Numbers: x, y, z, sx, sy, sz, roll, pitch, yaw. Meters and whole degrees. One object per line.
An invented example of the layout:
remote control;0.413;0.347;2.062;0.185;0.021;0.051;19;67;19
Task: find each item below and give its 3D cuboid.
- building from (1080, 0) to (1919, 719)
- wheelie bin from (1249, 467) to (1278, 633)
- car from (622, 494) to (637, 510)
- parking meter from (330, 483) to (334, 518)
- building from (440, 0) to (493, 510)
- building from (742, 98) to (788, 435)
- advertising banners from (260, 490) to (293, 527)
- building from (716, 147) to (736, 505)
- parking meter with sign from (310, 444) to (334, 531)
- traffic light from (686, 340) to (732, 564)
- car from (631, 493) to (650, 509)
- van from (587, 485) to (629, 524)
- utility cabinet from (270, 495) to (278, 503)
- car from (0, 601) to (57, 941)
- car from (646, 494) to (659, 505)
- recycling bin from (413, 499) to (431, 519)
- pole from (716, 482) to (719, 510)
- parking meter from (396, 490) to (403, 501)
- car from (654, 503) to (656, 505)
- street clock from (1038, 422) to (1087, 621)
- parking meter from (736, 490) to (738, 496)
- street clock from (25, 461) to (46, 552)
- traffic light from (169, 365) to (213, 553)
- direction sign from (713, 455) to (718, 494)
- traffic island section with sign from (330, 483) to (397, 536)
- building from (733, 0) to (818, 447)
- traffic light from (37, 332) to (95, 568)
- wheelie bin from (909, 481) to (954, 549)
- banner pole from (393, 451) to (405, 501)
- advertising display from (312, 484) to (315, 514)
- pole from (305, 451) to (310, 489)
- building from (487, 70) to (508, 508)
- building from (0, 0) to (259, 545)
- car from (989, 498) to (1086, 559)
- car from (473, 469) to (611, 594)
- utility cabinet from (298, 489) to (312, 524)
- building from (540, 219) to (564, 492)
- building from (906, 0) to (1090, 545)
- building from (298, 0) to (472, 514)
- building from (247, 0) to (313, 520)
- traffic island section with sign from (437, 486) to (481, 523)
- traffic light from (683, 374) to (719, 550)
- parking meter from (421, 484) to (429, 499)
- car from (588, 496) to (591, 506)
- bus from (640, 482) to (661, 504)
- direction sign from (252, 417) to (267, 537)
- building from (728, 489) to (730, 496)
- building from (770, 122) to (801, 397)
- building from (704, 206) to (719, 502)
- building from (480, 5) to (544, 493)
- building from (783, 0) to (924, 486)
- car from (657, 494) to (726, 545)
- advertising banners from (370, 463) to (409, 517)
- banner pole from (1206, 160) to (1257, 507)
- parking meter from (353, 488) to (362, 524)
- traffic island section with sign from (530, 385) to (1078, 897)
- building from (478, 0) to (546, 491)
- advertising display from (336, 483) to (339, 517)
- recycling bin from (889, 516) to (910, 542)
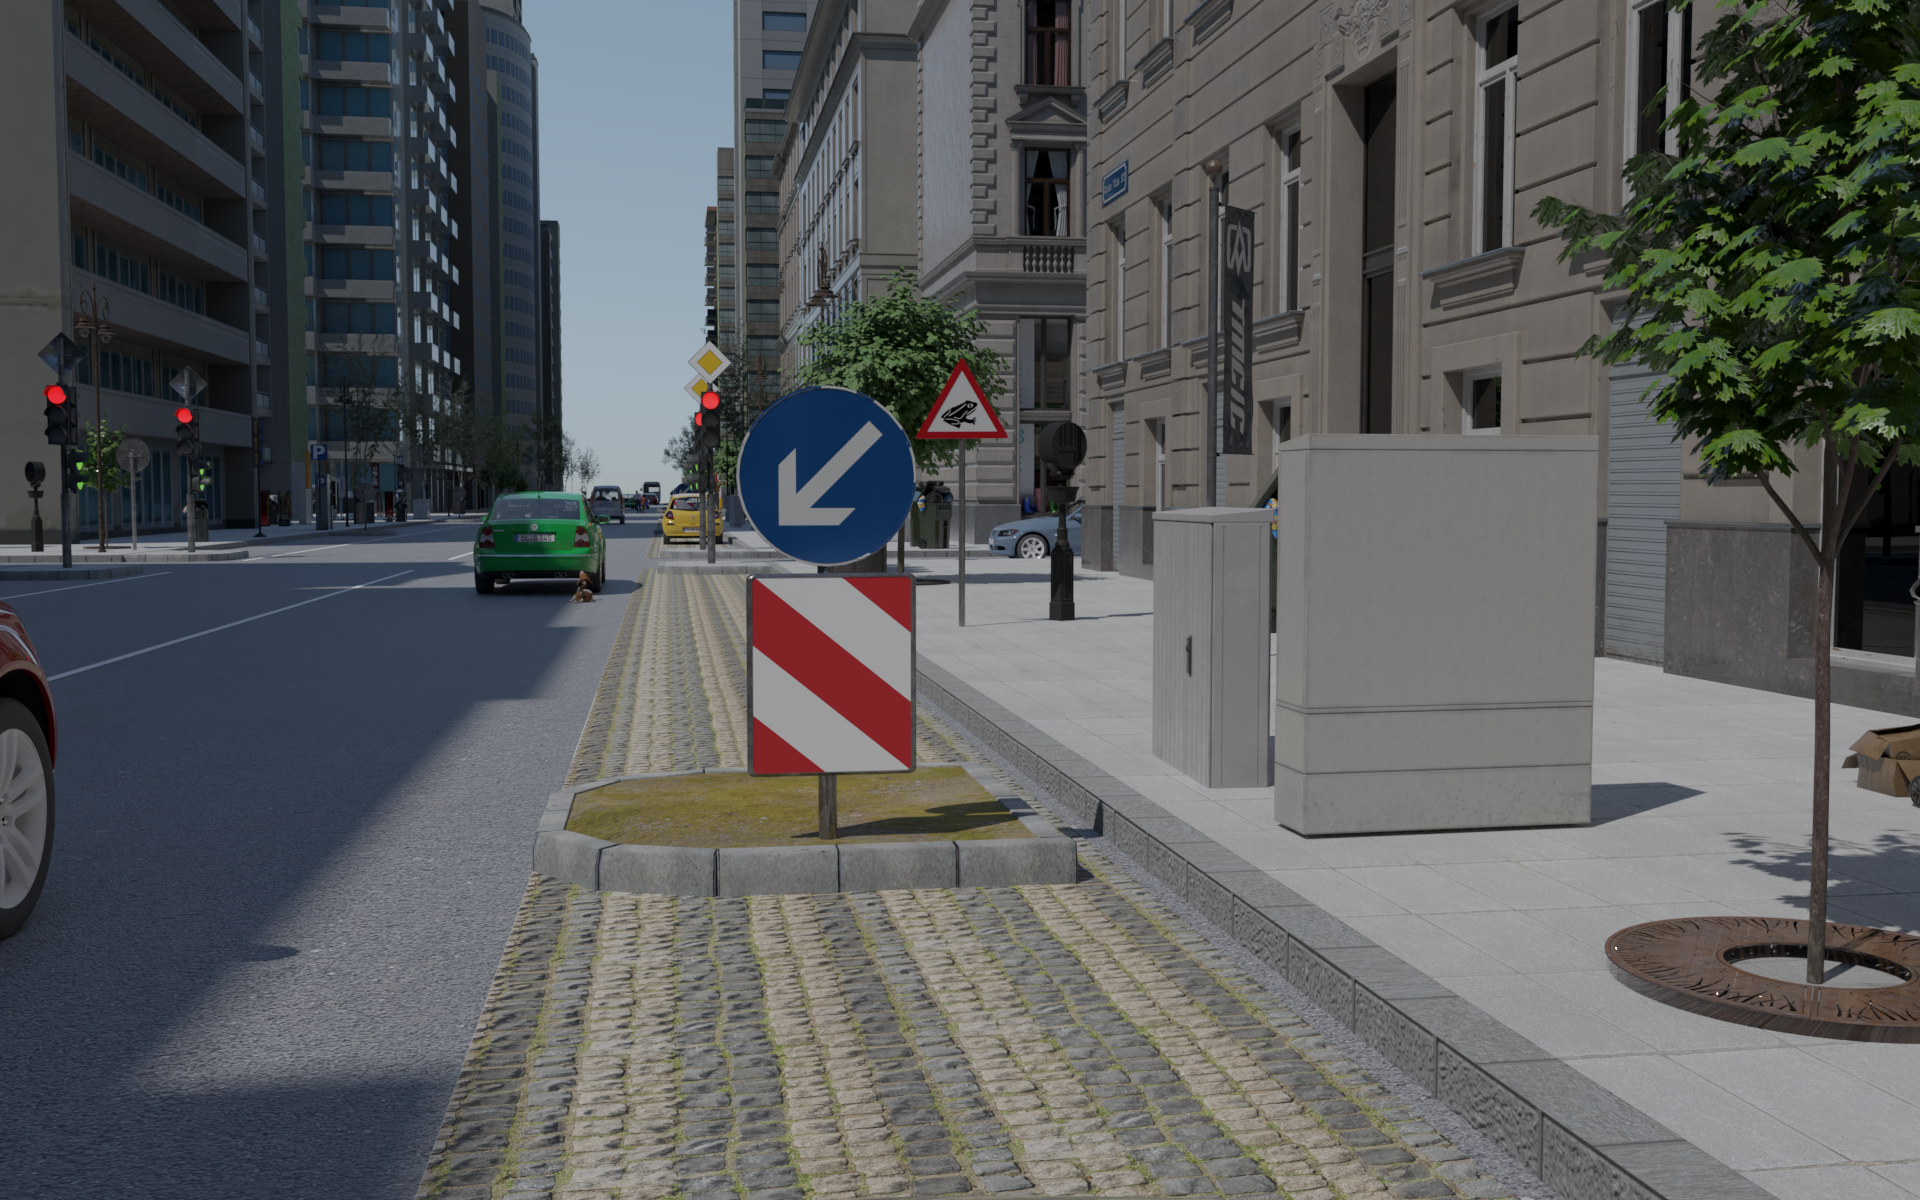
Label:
building;9.666;-13.507;18.096;12.463;27.353;25.104;-1;4;-10
wheelie bin;3.041;-0.509;16.224;0.693;1.594;0.980;0;4;5
car;-30.031;-9.042;156.638;1.959;1.807;4.718;-1;4;-10
parking meter;-31.539;-4.946;86.576;0.255;1.863;0.399;1;4;22
building;-47.750;-30.389;146.965;14.600;45.320;14.200;-1;4;-10
building;-9.366;-21.963;130.793;14.160;30.474;14.107;-1;4;-10
advertising banners;-27.399;-4.403;68.172;2.074;3.025;0.090;-2;4;-29
building;-22.036;-32.072;207.973;14.154;41.232;14.086;-1;4;-10
parking meter with sign;-22.670;-4.000;61.666;0.543;3.016;1.738;-1;4;-12
traffic light;-4.605;-2.626;31.859;0.839;4.253;0.868;-1;4;-10
car;-31.141;-9.729;168.656;1.945;1.707;3.694;0;4;-8
van;-17.027;-4.686;83.626;2.013;2.044;4.112;-1;4;-11
utility cabinet;-31.249;-4.094;78.102;1.020;1.237;0.306;1;4;22
car;-3.820;0.298;3.808;2.281;1.827;5.304;0;4;-8
car;-40.718;-13.397;228.082;2.155;1.783;4.494;0;4;-8
recycling bin;-27.524;-4.649;88.562;0.722;1.027;0.722;0;4;-3
pole;-14.140;-6.544;100.845;0.158;3.312;0.155;0;3;0
parking meter;-34.644;-6.034;107.064;0.372;1.533;0.369;0;3;0
car;-41.941;-13.578;234.006;2.014;1.417;4.499;-1;4;-9
street clock;1.036;-0.793;17.531;0.471;2.002;0.358;-3;4;-38
parking meter;-14.604;-6.537;112.586;0.399;1.863;0.255;-3;4;-37
street clock;-20.456;-2.066;38.352;0.471;2.002;0.358;2;4;34
traffic light;-16.838;-2.995;37.886;0.839;4.253;0.868;-1;4;-10
direction sign;-13.559;-6.345;95.742;0.379;3.537;0.876;-3;4;-37
traffic island section with sign;-20.571;-3.133;59.857;1.989;1.847;2.006;-1;4;-10
building;-9.266;-37.318;152.150;21.231;58.520;28.212;-1;4;-10
traffic light;-15.511;-2.513;30.012;0.839;4.253;0.868;-1;4;-10
wheelie bin;-0.554;-1.997;40.557;0.693;1.594;0.980;3;4;36
banner pole;-32.271;-6.699;99.541;0.863;3.779;0.401;1;4;17
advertising display;-41.063;-6.399;109.834;0.123;1.923;0.974;0;4;-4
pole;-30.893;-5.397;82.082;0.158;3.312;0.155;0;3;0
building;-50.187;-29.205;161.093;14.154;41.232;14.086;-1;4;-10
building;-34.855;-26.136;51.028;21.300;48.544;21.600;-1;4;-10
car;2.842;-1.488;36.336;4.499;1.417;2.014;0;4;-8
car;-6.336;-1.076;26.394;1.959;1.807;4.718;-1;4;-10
utility cabinet;-27.587;-3.929;72.915;0.318;1.500;1.173;-1;4;-10
building;-65.210;-34.679;250.589;14.154;41.232;14.086;-1;4;-10
building;8.685;-13.496;49.540;19.941;23.489;11.050;-1;4;-10
building;-48.524;-30.857;124.122;23.786;49.044;30.456;-1;4;-10
building;-39.801;-24.362;81.919;14.154;41.232;14.086;-1;4;-10
traffic island section with sign;-25.186;-4.804;87.181;1.989;1.847;2.006;-1;4;-10
traffic light;-5.933;-3.108;39.733;0.839;4.253;0.868;-1;4;-10
parking meter;-31.425;-5.873;101.731;0.399;1.863;0.255;0;4;1
car;-35.790;-9.831;170.954;2.015;1.641;3.980;-1;4;-9
bus;-46.536;-16.255;260.630;2.948;3.499;13.247;-1;4;-12
direction sign;-20.831;-3.636;51.452;0.379;3.537;0.876;0;4;-5
building;-13.401;-45.190;177.104;20.563;71.187;20.611;-1;4;-10
building;-4.347;-18.730;103.497;12.463;27.353;25.104;-1;4;-10
building;-26.910;-36.978;259.218;22.147;44.769;28.867;-1;4;-10
building;-62.084;-40.731;207.955;21.231;58.520;28.212;-1;4;-10
building;1.290;-14.875;76.491;16.112;22.955;30.059;-1;4;-10
car;-7.769;-2.446;50.222;2.015;1.641;3.980;-1;4;-10
advertising banners;-31.704;-6.117;96.204;2.074;3.025;0.090;0;4;-5
banner pole;2.051;-1.423;13.278;0.401;3.779;0.863;3;4;38
parking meter;-25.631;-3.995;73.735;0.372;1.533;0.369;0;3;0
traffic island section with sign;-0.712;0.094;7.096;1.989;1.847;2.006;-1;4;-10
building;-66.660;-48.517;231.508;20.563;71.187;20.611;-1;4;-10
advertising display;-35.275;-5.654;97.654;0.123;1.923;0.974;-3;5;-42
recycling bin;-1.695;-2.077;46.517;0.722;1.027;0.722;2;4;23
